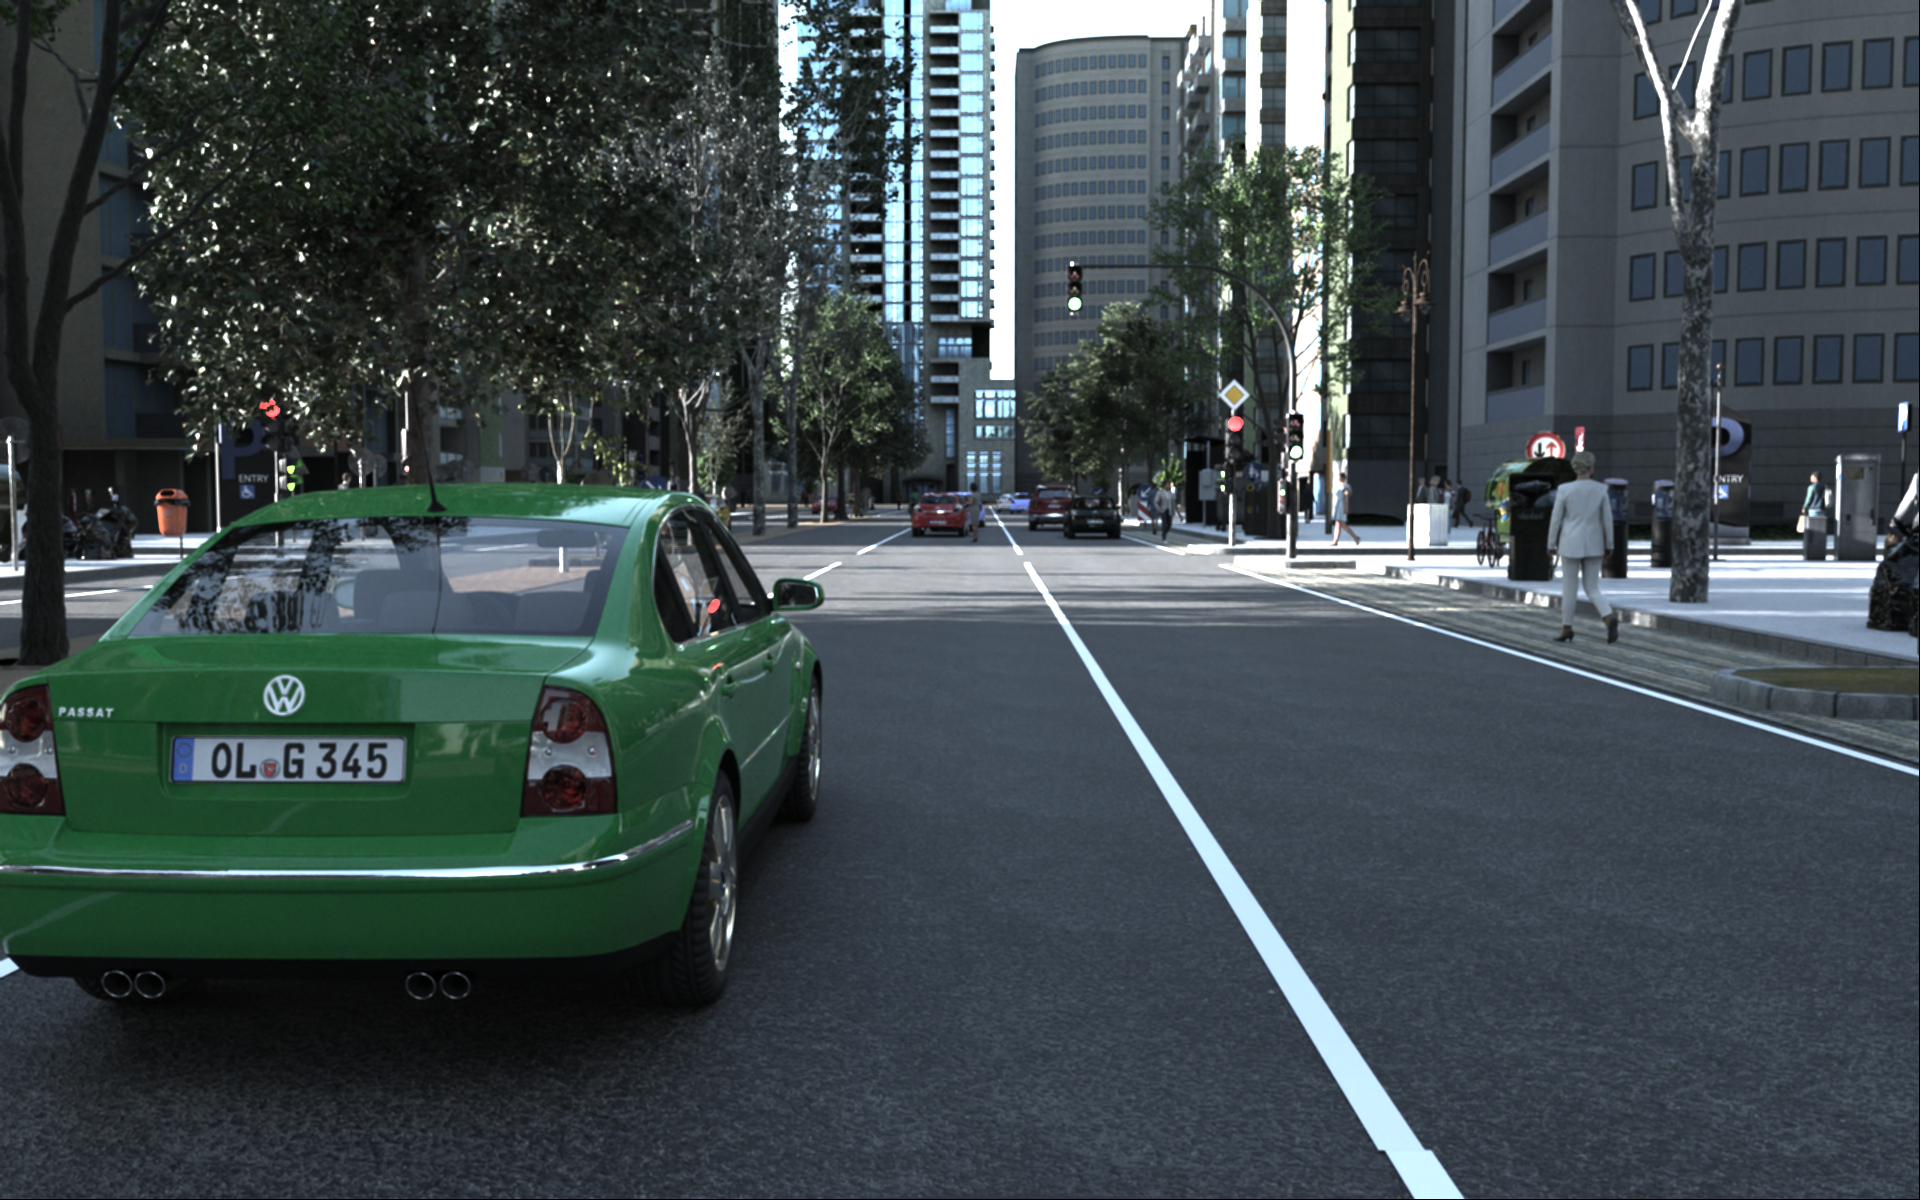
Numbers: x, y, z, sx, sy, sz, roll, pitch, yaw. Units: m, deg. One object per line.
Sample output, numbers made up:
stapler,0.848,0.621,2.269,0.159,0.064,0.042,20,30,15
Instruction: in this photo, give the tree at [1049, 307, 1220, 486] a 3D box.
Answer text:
tree,9.383,-9.357,87.406,7.601,10.594,8.767,-3,4,-39

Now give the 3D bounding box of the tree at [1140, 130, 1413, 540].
tree,8.917,-7.531,48.887,9.928,11.665,9.643,0,3,0

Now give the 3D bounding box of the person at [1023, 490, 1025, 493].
person,6.646,-10.434,179.237,0.705,1.807,1.348,1,4,20

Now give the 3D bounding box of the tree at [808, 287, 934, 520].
tree,-6.560,-10.762,95.419,9.611,12.733,9.660,0,3,0

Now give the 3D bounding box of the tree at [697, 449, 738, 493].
tree,-15.942,-7.864,112.286,4.285,4.588,4.351,0,3,0

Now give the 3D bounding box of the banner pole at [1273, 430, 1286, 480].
banner pole,11.044,-4.227,59.136,0.863,3.779,0.401,3,4,36

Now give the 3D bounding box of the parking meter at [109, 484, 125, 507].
parking meter,-22.130,-2.268,45.492,0.372,1.533,0.369,0,3,0

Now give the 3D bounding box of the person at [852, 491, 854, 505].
person,-10.529,-10.059,173.699,0.721,1.736,1.217,2,4,27

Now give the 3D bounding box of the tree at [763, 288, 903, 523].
tree,-6.624,-9.626,85.601,9.928,11.665,9.643,0,3,0

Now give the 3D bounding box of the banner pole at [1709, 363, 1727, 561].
banner pole,14.355,-2.642,33.214,0.863,3.779,0.401,-1,4,-21

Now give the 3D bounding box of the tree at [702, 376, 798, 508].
tree,-15.671,-12.285,135.267,8.767,10.594,7.601,-2,4,-35

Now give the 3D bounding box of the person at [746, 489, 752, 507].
person,-21.114,-10.202,173.299,0.683,1.767,0.568,1,4,20

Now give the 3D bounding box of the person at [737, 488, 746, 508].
person,-20.558,-9.629,163.507,0.705,1.821,1.348,2,4,30

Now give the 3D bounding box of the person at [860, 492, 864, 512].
person,-7.821,-7.849,138.297,0.593,1.643,0.415,0,4,7

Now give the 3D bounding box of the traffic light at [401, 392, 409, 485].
traffic light,-11.406,-4.154,42.582,4.771,5.953,1.251,0,4,1

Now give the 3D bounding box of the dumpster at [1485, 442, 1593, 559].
dumpster,11.089,-1.878,33.207,1.502,2.255,1.985,0,4,1

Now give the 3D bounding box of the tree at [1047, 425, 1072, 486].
tree,10.539,-13.981,178.949,4.737,8.622,4.395,0,3,0

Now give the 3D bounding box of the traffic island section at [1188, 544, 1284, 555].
traffic island section,6.701,-1.234,42.449,2.009,0.180,2.903,0,4,1

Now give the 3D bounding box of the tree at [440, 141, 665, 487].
tree,-7.211,-4.797,31.247,4.737,8.622,4.395,0,3,0

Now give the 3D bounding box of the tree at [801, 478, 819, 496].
tree,-14.292,-10.529,166.744,1.663,3.219,1.824,0,3,0

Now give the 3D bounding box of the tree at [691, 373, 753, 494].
tree,-14.815,-9.498,105.649,4.360,8.622,3.978,0,3,0

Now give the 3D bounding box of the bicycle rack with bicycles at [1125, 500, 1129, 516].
bicycle rack with bicycles,11.026,-5.548,104.086,2.852,0.926,2.925,0,4,1

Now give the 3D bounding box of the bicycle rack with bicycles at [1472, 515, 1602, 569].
bicycle rack with bicycles,10.153,-1.002,29.769,2.852,0.926,2.925,1,4,12

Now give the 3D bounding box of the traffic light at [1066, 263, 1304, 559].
traffic light,4.467,-3.643,34.236,4.771,5.953,1.251,0,4,1

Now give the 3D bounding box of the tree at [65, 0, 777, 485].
tree,-7.477,-6.385,23.865,9.611,12.733,9.660,0,3,0

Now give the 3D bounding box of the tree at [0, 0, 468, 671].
tree,-7.575,-5.250,14.047,9.928,11.665,9.643,0,3,0

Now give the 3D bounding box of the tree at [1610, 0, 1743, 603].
tree,8.182,-10.123,21.401,12.611,20.169,13.585,0,3,0

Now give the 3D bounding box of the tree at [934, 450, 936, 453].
tree,-6.376,-11.440,106.516,9.611,12.733,9.660,0,3,0

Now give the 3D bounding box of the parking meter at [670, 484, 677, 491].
parking meter,-16.561,-5.773,100.094,0.399,1.863,0.255,0,4,-2

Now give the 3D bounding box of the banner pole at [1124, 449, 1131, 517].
banner pole,9.365,-6.512,96.483,0.401,3.779,0.863,0,4,-4

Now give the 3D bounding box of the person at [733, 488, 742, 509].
person,-18.767,-8.454,144.342,0.705,1.814,1.350,3,5,42

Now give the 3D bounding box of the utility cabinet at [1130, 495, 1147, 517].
utility cabinet,10.096,-5.279,97.479,1.020,1.237,0.306,-1,4,-14

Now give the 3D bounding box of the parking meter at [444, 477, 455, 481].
parking meter,-17.837,-3.349,60.461,0.399,1.863,0.255,1,4,13

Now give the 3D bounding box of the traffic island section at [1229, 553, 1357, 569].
traffic island section,6.600,-0.745,34.464,2.009,0.180,2.903,0,4,1

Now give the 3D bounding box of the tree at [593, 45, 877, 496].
tree,-7.345,-8.234,47.455,12.009,13.543,11.850,0,3,0

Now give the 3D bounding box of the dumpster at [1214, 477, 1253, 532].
dumpster,9.461,-3.279,59.370,1.264,1.857,1.865,0,4,1

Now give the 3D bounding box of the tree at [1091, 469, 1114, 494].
tree,10.678,-8.319,130.611,1.663,3.219,1.824,0,3,0

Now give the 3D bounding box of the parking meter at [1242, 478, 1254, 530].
parking meter,10.199,-3.402,61.338,0.399,1.863,0.255,3,5,43

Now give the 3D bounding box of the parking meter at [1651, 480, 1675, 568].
parking meter,12.286,-1.336,30.259,0.372,1.533,0.369,0,3,0

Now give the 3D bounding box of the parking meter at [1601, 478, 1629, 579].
parking meter,9.977,-1.099,26.374,0.372,1.533,0.369,0,3,0

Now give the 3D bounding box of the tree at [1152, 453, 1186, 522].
tree,9.921,-5.273,80.812,1.663,3.219,1.824,0,3,0

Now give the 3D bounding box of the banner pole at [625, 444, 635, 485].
banner pole,-16.631,-5.946,87.231,0.401,3.779,0.863,2,4,33

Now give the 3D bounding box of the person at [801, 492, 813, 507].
person,-15.553,-10.379,175.674,1.348,1.831,0.705,1,4,13

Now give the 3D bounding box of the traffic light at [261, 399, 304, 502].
traffic light,-13.600,-2.793,34.588,0.839,4.253,0.868,0,4,1

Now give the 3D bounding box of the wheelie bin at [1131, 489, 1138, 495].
wheelie bin,11.245,-6.256,110.197,0.693,1.594,0.980,2,4,35

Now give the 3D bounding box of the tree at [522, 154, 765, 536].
tree,-8.091,-12.312,59.649,12.611,20.169,13.585,0,3,0

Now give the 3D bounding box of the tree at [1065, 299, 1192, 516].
tree,9.910,-11.207,101.354,7.486,12.596,7.792,0,3,0

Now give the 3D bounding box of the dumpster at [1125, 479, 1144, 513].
dumpster,11.673,-6.795,113.595,1.502,2.255,1.985,0,4,1

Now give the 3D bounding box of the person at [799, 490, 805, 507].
person,-15.613,-10.023,171.392,0.593,1.643,0.415,-1,4,-16

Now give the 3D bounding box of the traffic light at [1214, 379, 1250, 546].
traffic light,6.661,-3.267,42.335,0.839,4.253,0.868,0,4,1

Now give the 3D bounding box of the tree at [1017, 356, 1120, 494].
tree,10.277,-15.255,156.068,9.857,13.997,8.962,0,3,0

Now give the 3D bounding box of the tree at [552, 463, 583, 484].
tree,-21.649,-6.101,94.360,1.663,3.219,1.824,0,3,0

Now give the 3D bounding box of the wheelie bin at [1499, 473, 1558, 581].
wheelie bin,8.512,-1.090,25.723,0.980,1.594,0.693,1,4,19

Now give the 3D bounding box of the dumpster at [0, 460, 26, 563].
dumpster,-18.220,-1.770,31.439,1.502,2.255,1.985,0,4,1
